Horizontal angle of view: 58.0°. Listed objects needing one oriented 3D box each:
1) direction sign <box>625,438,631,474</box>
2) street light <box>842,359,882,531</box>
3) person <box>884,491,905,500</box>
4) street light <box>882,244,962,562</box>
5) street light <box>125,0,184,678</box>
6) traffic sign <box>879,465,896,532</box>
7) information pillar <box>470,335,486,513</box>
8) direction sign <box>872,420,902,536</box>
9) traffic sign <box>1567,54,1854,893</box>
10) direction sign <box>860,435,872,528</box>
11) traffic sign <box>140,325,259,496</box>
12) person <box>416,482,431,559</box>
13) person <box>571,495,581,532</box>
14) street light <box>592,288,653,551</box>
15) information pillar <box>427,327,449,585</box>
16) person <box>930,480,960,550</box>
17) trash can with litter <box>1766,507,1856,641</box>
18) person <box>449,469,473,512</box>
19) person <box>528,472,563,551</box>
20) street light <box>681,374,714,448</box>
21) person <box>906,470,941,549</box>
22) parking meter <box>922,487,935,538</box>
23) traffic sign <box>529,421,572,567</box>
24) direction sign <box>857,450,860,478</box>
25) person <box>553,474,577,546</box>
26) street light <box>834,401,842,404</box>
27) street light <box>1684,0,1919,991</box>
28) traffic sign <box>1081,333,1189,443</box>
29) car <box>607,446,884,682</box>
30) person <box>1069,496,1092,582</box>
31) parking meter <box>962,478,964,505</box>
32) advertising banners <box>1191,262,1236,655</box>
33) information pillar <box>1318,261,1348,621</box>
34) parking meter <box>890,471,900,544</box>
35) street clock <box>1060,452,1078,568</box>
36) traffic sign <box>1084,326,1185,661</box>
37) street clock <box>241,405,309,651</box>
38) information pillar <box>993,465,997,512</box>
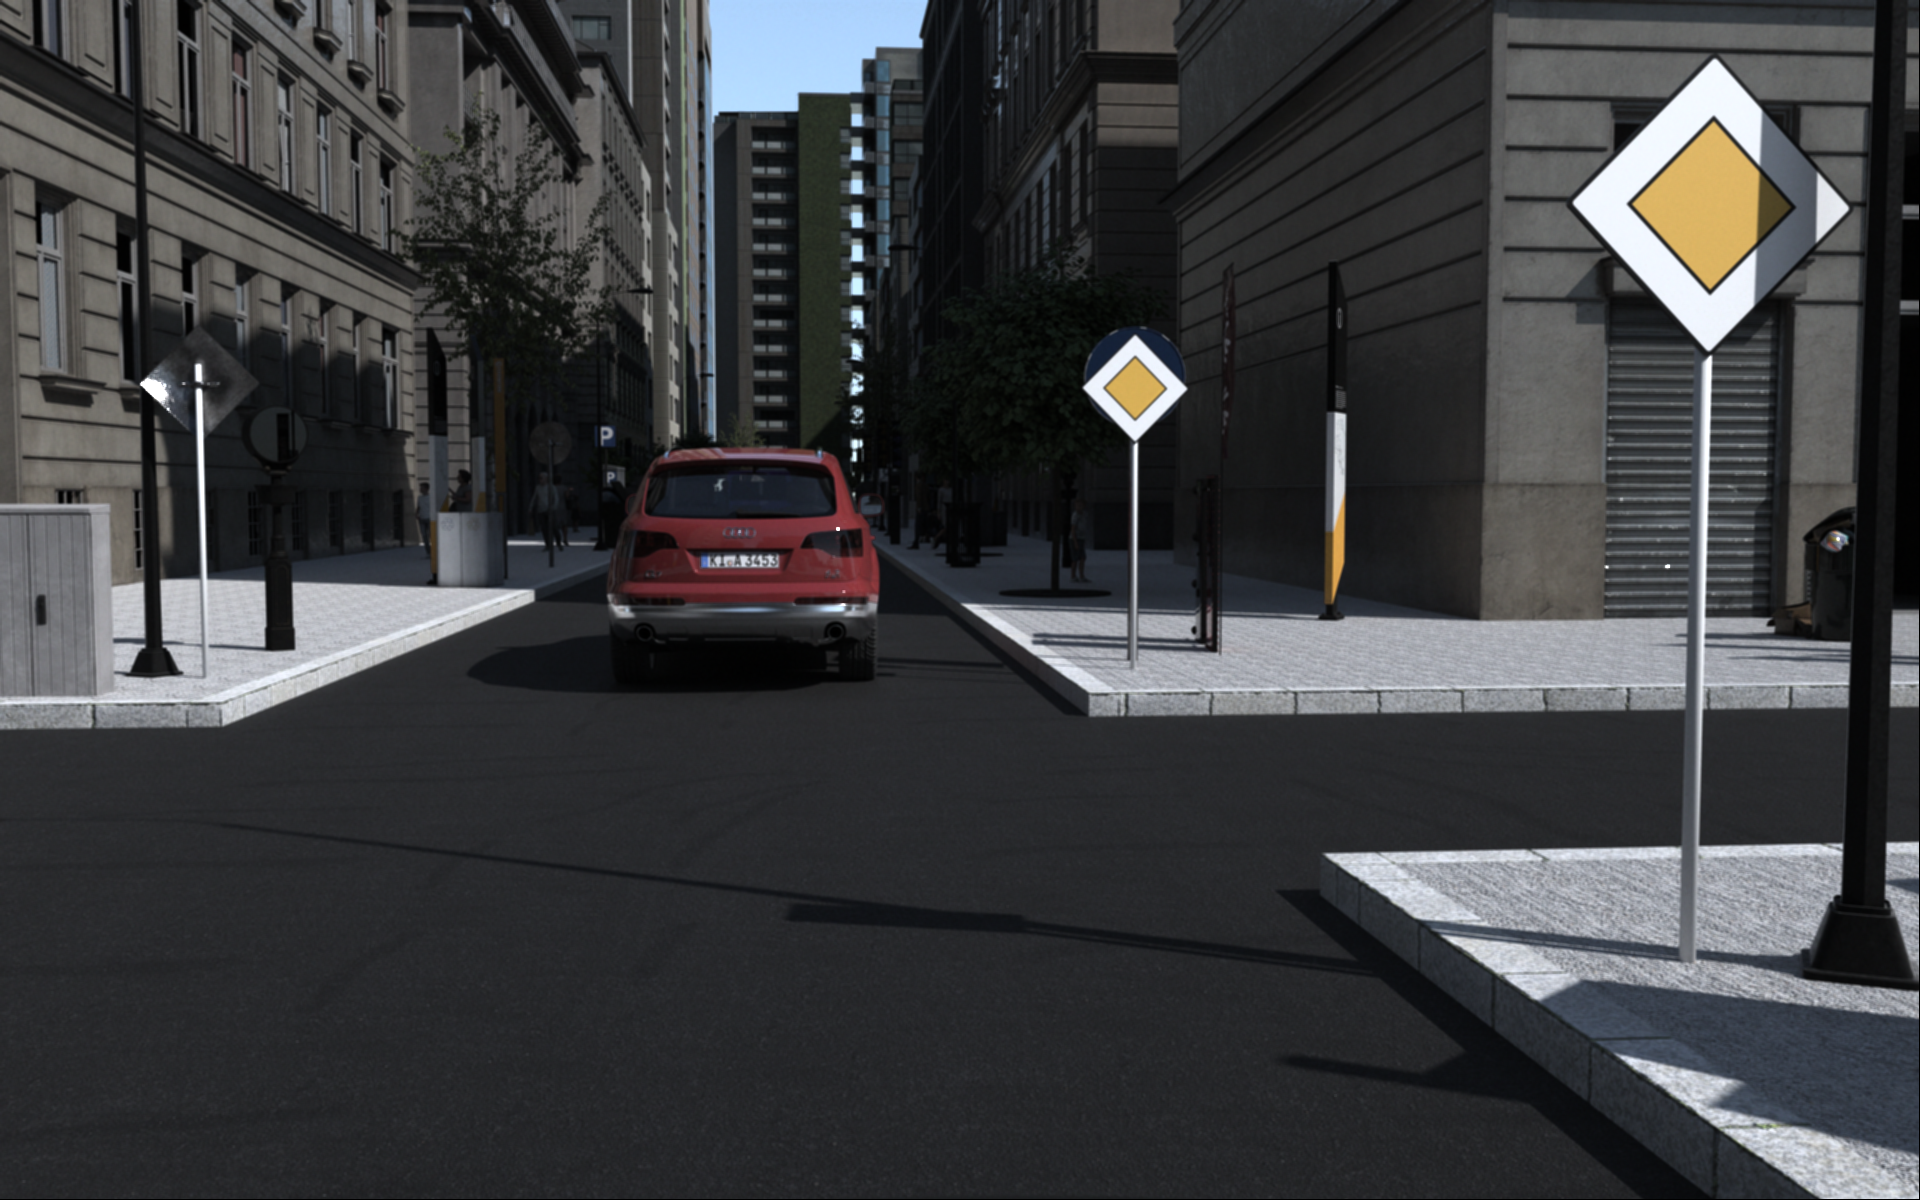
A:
[{"bbox_3d":[-13.373,-4.759,69.812,0.379,3.537,0.876,-2,4,-24],"label":"direction sign"},{"bbox_3d":[-3.240,-5.343,59.903,1.470,5.913,1.316,0,4,-5],"label":"street light"},{"bbox_3d":[-3.480,-5.430,94.829,1.348,1.823,0.705,-1,4,-9],"label":"person"},{"bbox_3d":[-0.640,-3.659,32.359,1.470,5.913,1.316,0,4,-5],"label":"street light"},{"bbox_3d":[-5.162,-2.421,12.124,1.470,5.913,1.316,0,4,-5],"label":"street light"},{"bbox_3d":[-2.455,-3.472,58.903,0.606,2.300,0.079,0,4,-3],"label":"traffic sign"},{"bbox_3d":[-7.059,-2.080,25.368,0.183,3.616,0.504,-2,4,-29],"label":"information pillar"},{"bbox_3d":[-2.165,-3.746,53.243,0.876,3.537,0.379,-3,4,-36],"label":"direction sign"},{"bbox_3d":[2.018,-0.151,4.663,0.795,2.593,0.064,0,4,-5],"label":"traffic sign"},{"bbox_3d":[-3.272,-4.542,66.265,0.876,3.537,0.379,0,4,4],"label":"direction sign"},{"bbox_3d":[-5.279,-0.602,12.036,0.795,2.593,0.064,0,4,-5],"label":"traffic sign"},{"bbox_3d":[-10.526,-1.571,34.333,0.503,1.515,0.523,-1,4,-19],"label":"person"},{"bbox_3d":[-12.897,-2.903,58.182,0.362,1.253,0.373,3,4,36],"label":"person"},{"bbox_3d":[-7.615,-4.075,39.163,1.470,5.913,1.316,0,4,-5],"label":"street light"},{"bbox_3d":[-7.415,-2.034,24.610,0.183,3.616,0.504,0,4,7],"label":"information pillar"},{"bbox_3d":[-0.352,-1.999,39.480,0.760,1.731,0.466,1,4,17],"label":"person"},{"bbox_3d":[7.622,-0.246,15.410,0.624,1.170,1.055,-1,4,-14],"label":"trash can with litter"},{"bbox_3d":[-10.222,-1.765,35.253,0.532,1.782,0.716,-3,4,-39],"label":"person"},{"bbox_3d":[-9.319,-1.971,38.757,0.782,1.767,0.515,1,4,11],"label":"person"},{"bbox_3d":[-10.161,-5.765,66.797,1.470,5.913,1.316,0,4,-5],"label":"street light"},{"bbox_3d":[-0.854,-2.104,40.359,0.836,1.842,0.656,-1,4,-9],"label":"person"},{"bbox_3d":[-0.933,-2.576,50.525,0.372,1.533,0.369,0,3,0],"label":"parking meter"},{"bbox_3d":[-7.165,-1.847,30.305,0.768,2.556,0.104,0,4,2],"label":"traffic sign"},{"bbox_3d":[-4.724,-5.689,85.018,0.876,3.537,0.379,3,4,37],"label":"direction sign"},{"bbox_3d":[-9.804,-2.225,42.784,0.716,1.782,0.532,0,4,0],"label":"person"},{"bbox_3d":[-5.620,-6.997,86.945,1.470,5.913,1.316,0,4,-5],"label":"street light"},{"bbox_3d":[1.874,-1.950,4.420,1.470,5.913,1.316,0,4,-5],"label":"street light"},{"bbox_3d":[1.290,-0.638,12.615,0.795,2.593,0.064,0,4,-5],"label":"traffic sign"},{"bbox_3d":[-1.766,-0.374,14.787,2.281,1.827,5.304,0,4,-5],"label":"car"},{"bbox_3d":[1.747,-0.885,25.193,0.332,1.250,0.352,-1,4,-13],"label":"person"},{"bbox_3d":[0.195,-3.109,56.542,0.255,1.863,0.399,0,4,-2],"label":"parking meter"},{"bbox_3d":[2.072,-1.101,14.191,0.090,3.025,2.074,0,4,1],"label":"advertising banners"},{"bbox_3d":[3.838,-1.610,17.686,0.183,3.616,0.504,2,4,26],"label":"information pillar"},{"bbox_3d":[-1.655,-2.354,44.200,0.255,1.863,0.399,0,4,-1],"label":"parking meter"},{"bbox_3d":[1.890,-1.566,30.179,0.358,2.002,0.471,-1,4,-9],"label":"street clock"},{"bbox_3d":[1.331,-0.805,13.273,0.768,2.556,0.104,0,4,4],"label":"traffic sign"},{"bbox_3d":[-5.596,-0.589,14.197,0.471,2.002,0.358,-3,4,-37],"label":"street clock"},{"bbox_3d":[0.891,-3.347,46.075,0.183,3.616,0.504,1,4,14],"label":"information pillar"}]
